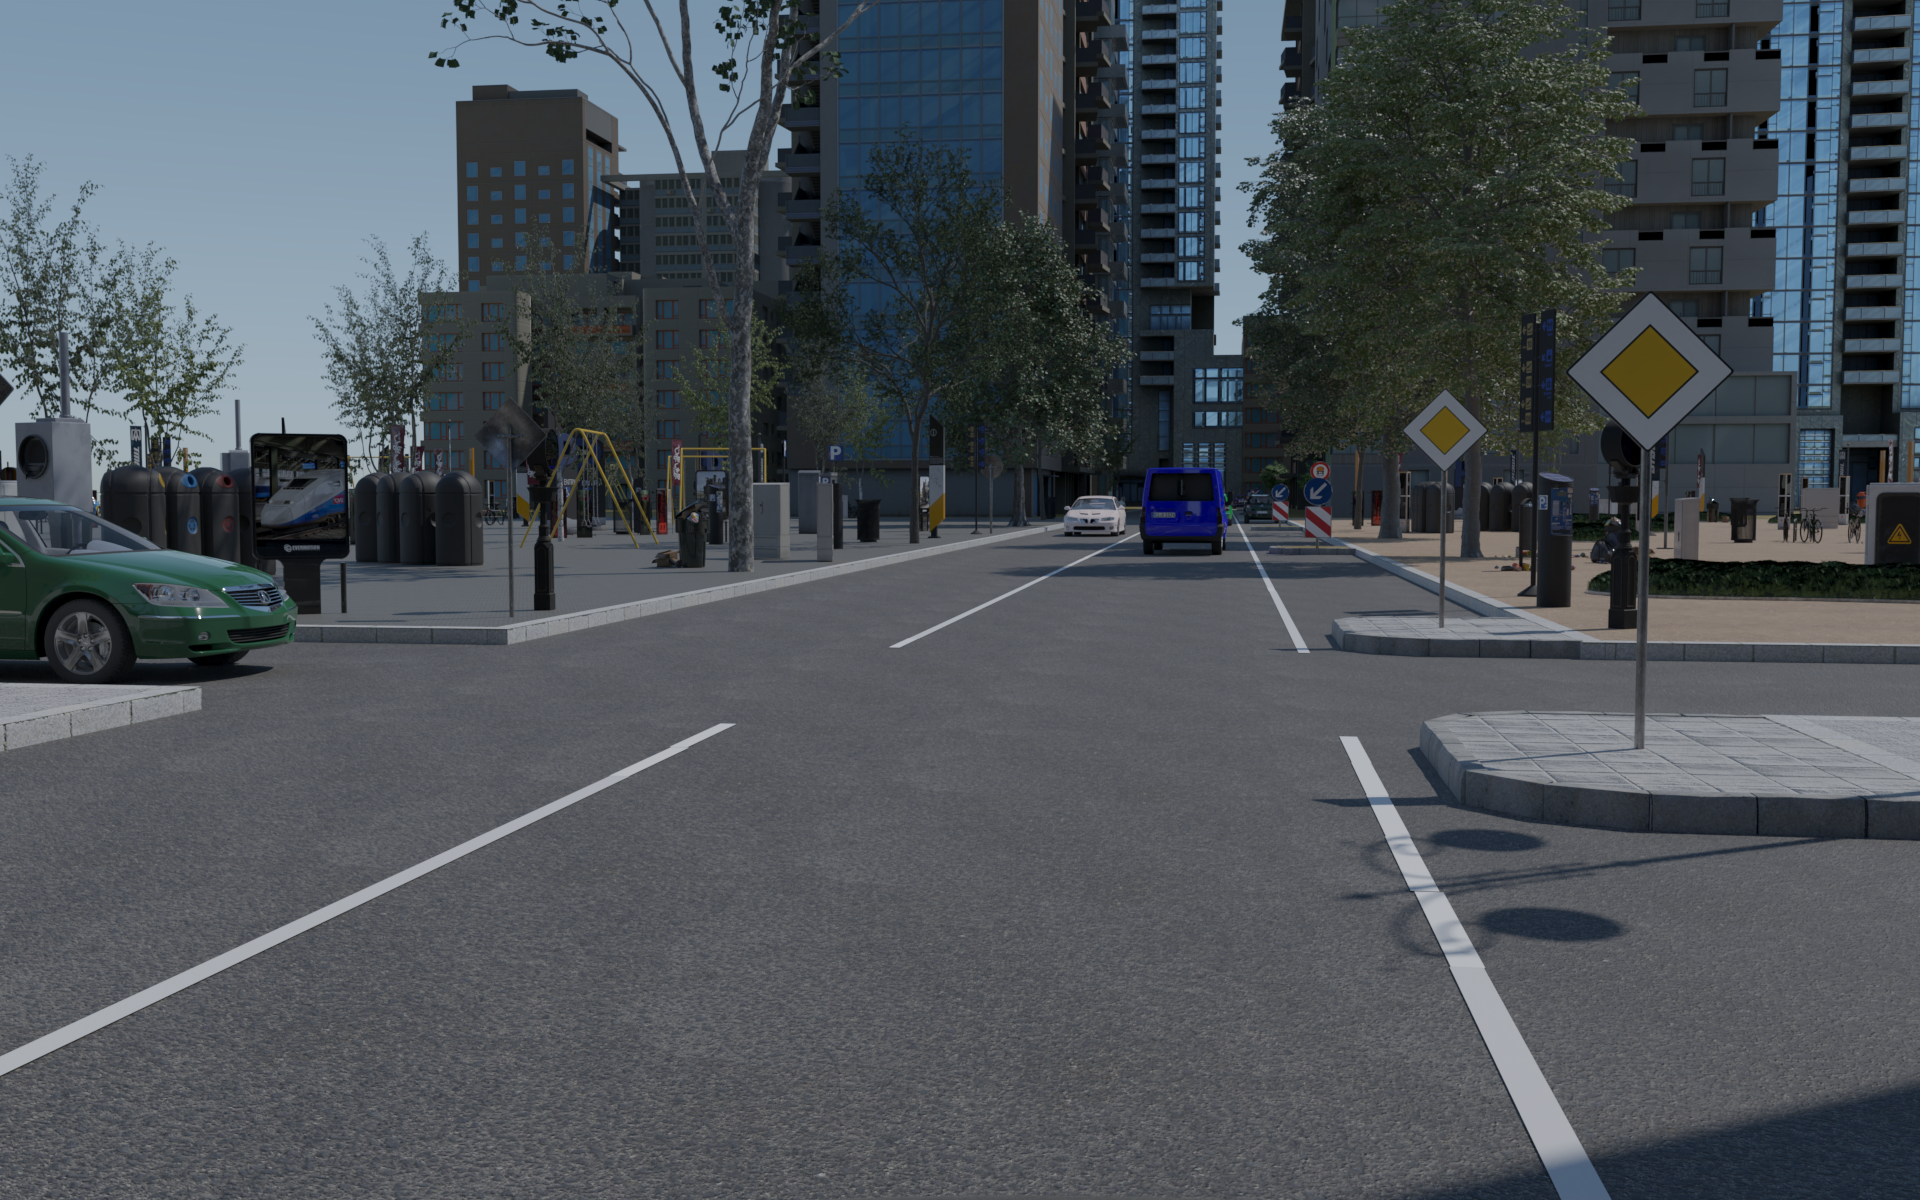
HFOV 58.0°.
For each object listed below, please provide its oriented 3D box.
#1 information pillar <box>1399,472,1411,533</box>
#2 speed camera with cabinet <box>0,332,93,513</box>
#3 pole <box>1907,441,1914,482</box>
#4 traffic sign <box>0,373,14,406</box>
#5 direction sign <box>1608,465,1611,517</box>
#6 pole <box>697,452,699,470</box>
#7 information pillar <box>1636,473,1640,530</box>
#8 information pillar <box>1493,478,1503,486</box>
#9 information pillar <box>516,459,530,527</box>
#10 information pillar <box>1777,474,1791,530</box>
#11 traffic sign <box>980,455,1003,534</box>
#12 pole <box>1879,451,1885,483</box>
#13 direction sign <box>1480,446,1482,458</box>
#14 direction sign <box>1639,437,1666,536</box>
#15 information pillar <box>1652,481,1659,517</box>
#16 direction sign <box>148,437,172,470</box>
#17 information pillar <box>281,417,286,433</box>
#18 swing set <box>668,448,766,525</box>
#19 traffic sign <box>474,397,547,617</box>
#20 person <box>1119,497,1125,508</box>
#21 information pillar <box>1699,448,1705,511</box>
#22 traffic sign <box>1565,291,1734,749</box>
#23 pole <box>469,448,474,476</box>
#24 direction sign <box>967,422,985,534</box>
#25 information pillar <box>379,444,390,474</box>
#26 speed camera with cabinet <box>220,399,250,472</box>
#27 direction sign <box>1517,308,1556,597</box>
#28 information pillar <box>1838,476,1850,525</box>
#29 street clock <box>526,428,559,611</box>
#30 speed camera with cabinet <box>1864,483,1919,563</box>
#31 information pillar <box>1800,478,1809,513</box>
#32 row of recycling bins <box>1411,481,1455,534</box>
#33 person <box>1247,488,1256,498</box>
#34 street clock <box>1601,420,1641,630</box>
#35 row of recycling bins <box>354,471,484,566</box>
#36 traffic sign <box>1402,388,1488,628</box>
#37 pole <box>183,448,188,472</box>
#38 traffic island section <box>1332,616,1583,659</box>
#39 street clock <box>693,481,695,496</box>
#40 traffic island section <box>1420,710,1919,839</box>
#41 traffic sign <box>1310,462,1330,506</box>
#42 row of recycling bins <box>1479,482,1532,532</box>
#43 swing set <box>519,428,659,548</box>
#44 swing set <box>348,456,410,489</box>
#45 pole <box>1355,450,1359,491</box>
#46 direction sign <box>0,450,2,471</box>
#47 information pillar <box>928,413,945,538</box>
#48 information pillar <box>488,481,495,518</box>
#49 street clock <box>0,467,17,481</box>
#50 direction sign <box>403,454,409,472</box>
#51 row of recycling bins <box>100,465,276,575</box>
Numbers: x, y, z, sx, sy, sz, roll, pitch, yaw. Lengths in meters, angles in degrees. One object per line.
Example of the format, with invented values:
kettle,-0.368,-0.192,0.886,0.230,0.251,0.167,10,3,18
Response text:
information pillar,14.646,-3.218,57.114,0.304,2.012,0.304,2,4,35
speed camera with cabinet,-11.652,-1.654,21.383,2.038,3.252,0.660,2,4,26
pole,36.694,-4.469,66.904,0.158,3.312,0.155,0,3,0
traffic sign,-5.865,-0.394,10.089,0.795,2.450,0.064,1,4,9
direction sign,25.783,-4.693,68.731,0.379,3.537,0.876,1,4,16
pole,-12.674,-5.533,84.309,0.158,3.312,0.155,0,3,0
information pillar,21.278,-3.025,53.959,0.304,2.012,0.304,3,5,44
information pillar,24.201,-4.493,77.957,0.304,2.012,0.304,-1,4,-16
information pillar,-17.177,-4.693,68.083,0.504,3.616,0.183,-2,4,-24
information pillar,29.629,-3.532,62.240,0.304,2.012,0.304,-2,4,-32
traffic sign,1.006,-3.423,56.074,0.768,2.556,0.104,1,4,11
pole,43.294,-5.351,81.340,0.158,3.312,0.155,0,3,0
direction sign,24.250,-5.497,81.877,0.379,3.537,0.876,-3,4,-38
direction sign,21.271,-3.748,53.279,0.876,3.537,0.379,1,4,11
information pillar,25.894,-4.492,64.805,0.504,3.616,0.183,-1,4,-9
direction sign,-31.597,-4.683,68.565,0.876,3.537,0.379,1,4,11
information pillar,-20.691,-3.775,53.074,0.183,3.616,0.504,-1,4,-16
swing set,-8.181,-3.758,59.070,3.119,2.851,2.862,0,4,-6
traffic sign,-4.667,-0.877,17.984,0.795,2.450,0.064,1,4,9
person,7.901,-4.425,85.135,0.425,1.301,0.394,-3,4,-36
information pillar,37.473,-5.879,87.477,0.183,3.616,0.504,0,4,2
traffic sign,3.420,-0.307,8.665,0.795,2.450,0.064,1,4,9
pole,-21.537,-5.054,76.471,0.158,3.312,0.155,0,3,0
direction sign,0.520,-3.863,55.160,0.379,3.537,0.876,-3,4,-38
information pillar,-27.100,-5.521,81.617,0.504,3.616,0.183,0,4,3
speed camera with cabinet,-14.584,-2.596,36.787,2.038,3.252,0.660,-2,4,-28
direction sign,7.193,-1.813,21.637,0.379,3.537,0.876,0,4,-7
information pillar,36.533,-4.103,71.584,0.304,2.012,0.304,-3,5,-43
street clock,-4.593,-0.889,19.098,0.358,2.002,0.471,0,4,5
speed camera with cabinet,14.658,-1.924,25.787,2.038,3.252,0.660,2,4,28
information pillar,37.853,-4.475,77.663,0.304,2.012,0.304,1,4,16
row of recycling bins,15.757,-3.108,57.923,1.069,1.692,3.534,0,4,5
person,16.137,-5.322,96.049,0.750,1.759,0.617,2,4,30
street clock,6.318,-0.727,16.457,0.471,2.002,0.358,-2,4,-30
row of recycling bins,-10.029,-1.519,31.946,3.534,1.692,1.069,3,5,41
traffic sign,4.618,-0.790,16.560,0.795,2.450,0.064,1,4,9
pole,-33.907,-5.018,75.893,0.158,3.312,0.155,0,3,0
traffic island section,4.643,0.345,16.633,2.009,0.180,2.903,1,4,9
street clock,-14.566,-5.569,95.617,0.358,2.002,0.471,-1,4,-16
traffic island section,3.445,0.828,8.738,2.009,0.180,2.903,1,4,9
traffic sign,14.131,-4.149,67.947,0.768,2.556,0.104,1,4,18
row of recycling bins,18.943,-3.175,59.028,1.069,1.692,3.534,-3,4,-37
swing set,-9.093,-2.746,42.512,2.862,2.851,3.119,0,4,0
swing set,-24.220,-4.564,72.237,3.119,2.851,2.862,0,4,0
pole,18.453,-5.296,80.431,0.158,3.312,0.155,0,3,0
direction sign,-49.947,-5.960,89.445,0.876,3.537,0.379,-1,4,-20
information pillar,-0.675,-3.595,50.126,0.504,3.616,0.183,2,4,28
information pillar,-25.645,-5.522,94.774,0.304,2.012,0.304,-2,4,-26
street clock,-25.222,-2.537,46.058,0.471,2.002,0.358,0,4,-5
direction sign,-31.231,-6.446,97.387,0.876,3.537,0.379,3,4,37
row of recycling bins,-11.561,-1.154,25.989,1.069,1.692,3.534,1,4,11
